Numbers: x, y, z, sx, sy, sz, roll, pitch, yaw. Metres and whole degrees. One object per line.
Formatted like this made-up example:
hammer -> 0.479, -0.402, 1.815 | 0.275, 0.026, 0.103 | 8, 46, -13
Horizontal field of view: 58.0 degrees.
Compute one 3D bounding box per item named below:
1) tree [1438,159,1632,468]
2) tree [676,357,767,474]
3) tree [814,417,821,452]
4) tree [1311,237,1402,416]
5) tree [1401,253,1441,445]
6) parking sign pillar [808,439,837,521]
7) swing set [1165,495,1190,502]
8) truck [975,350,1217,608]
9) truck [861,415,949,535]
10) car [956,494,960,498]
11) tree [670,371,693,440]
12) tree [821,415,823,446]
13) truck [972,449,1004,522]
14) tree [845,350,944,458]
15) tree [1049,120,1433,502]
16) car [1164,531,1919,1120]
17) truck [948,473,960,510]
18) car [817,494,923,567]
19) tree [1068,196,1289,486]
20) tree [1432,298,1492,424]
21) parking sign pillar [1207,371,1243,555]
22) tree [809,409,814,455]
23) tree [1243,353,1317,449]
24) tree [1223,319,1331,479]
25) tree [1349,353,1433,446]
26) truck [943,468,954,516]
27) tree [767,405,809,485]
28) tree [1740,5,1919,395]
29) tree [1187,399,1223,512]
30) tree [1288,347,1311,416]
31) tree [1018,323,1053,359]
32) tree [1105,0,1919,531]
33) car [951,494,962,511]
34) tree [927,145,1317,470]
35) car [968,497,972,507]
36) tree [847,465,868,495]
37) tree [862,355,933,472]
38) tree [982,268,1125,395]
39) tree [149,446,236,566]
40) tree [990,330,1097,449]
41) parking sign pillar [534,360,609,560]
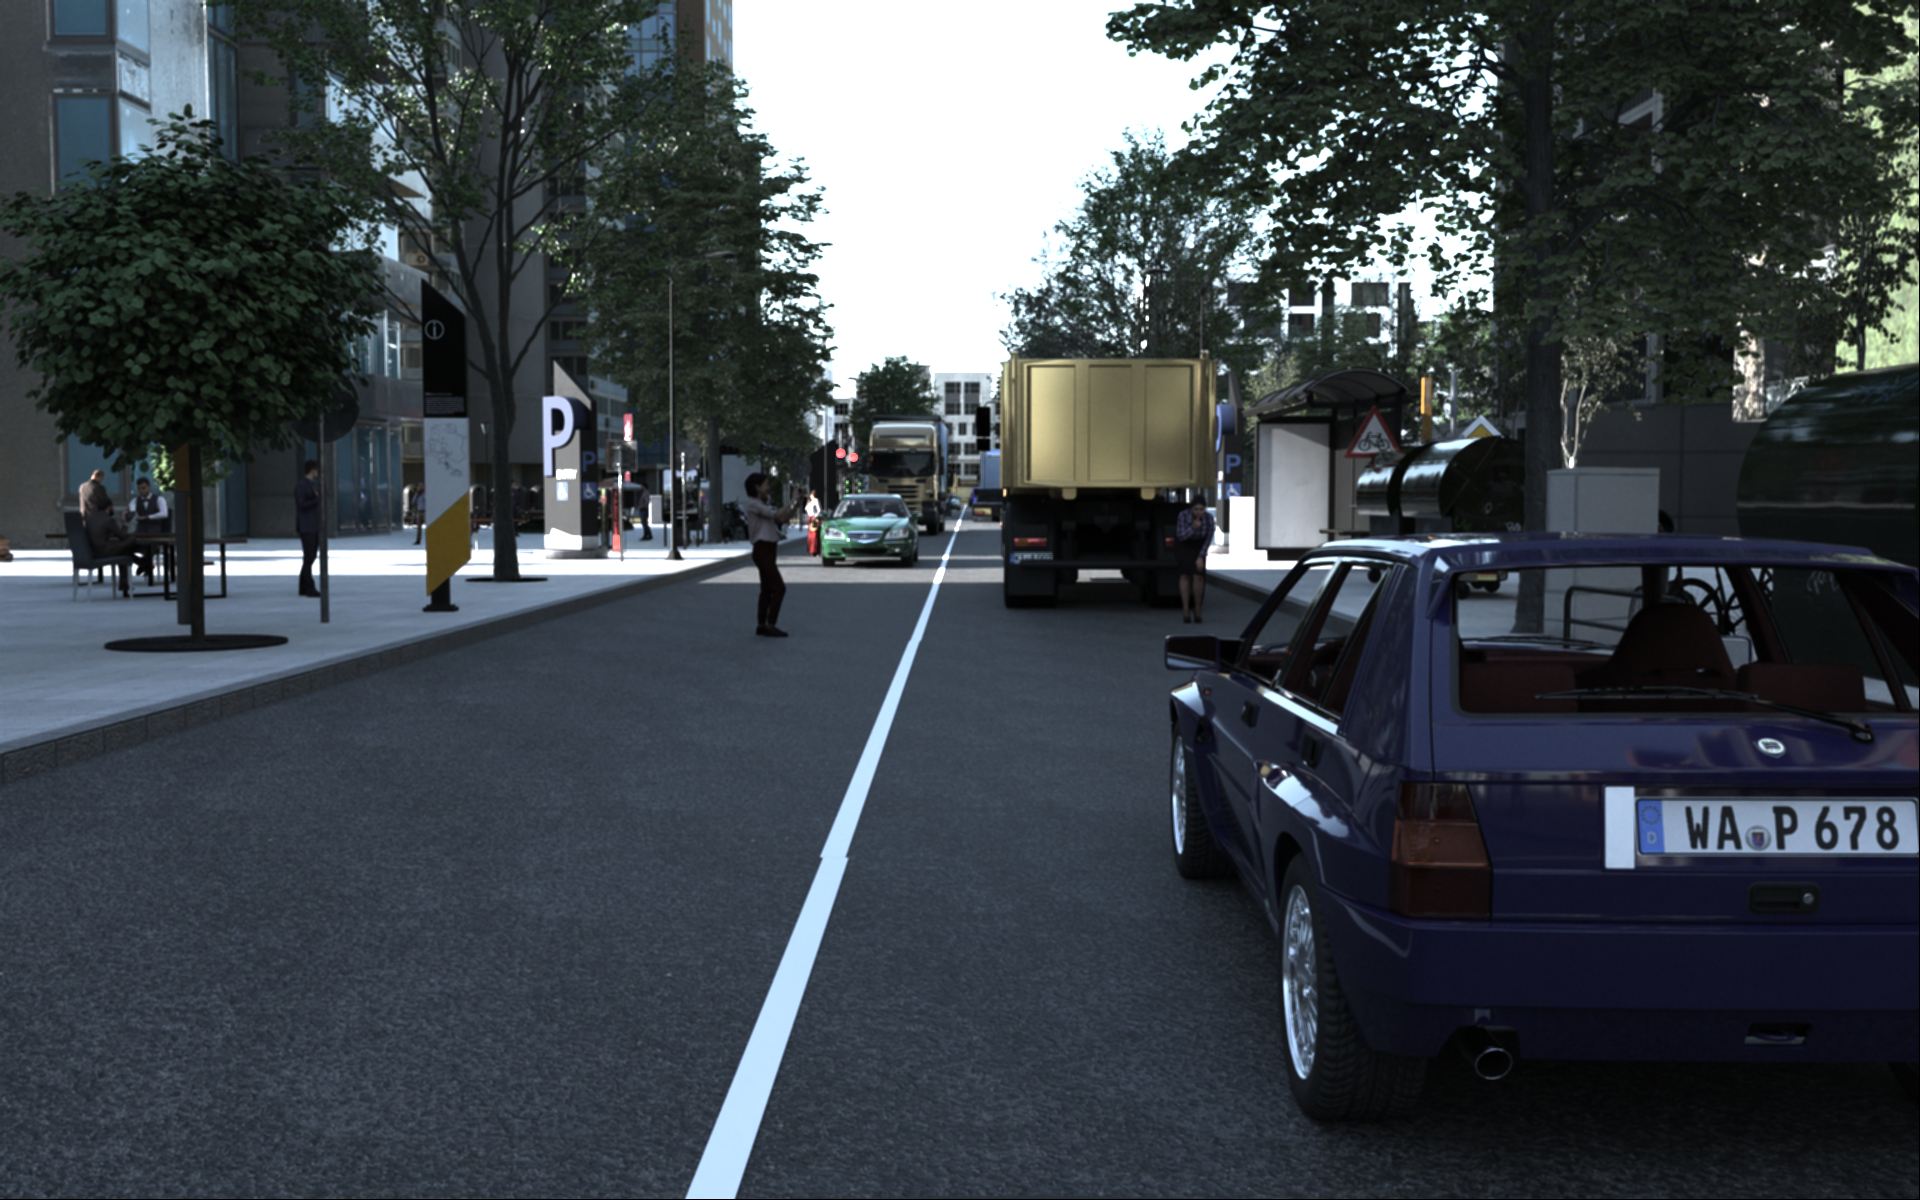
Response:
tree -> 13.299, -5.295, 36.931 | 4.360, 8.622, 3.978 | 0, 3, 0
tree -> -12.148, -8.341, 86.736 | 4.360, 8.622, 3.978 | 0, 3, 0
tree -> -12.573, -10.752, 126.152 | 4.360, 8.622, 3.978 | 0, 3, 0
tree -> 13.054, -6.138, 50.711 | 4.360, 8.622, 3.978 | 0, 3, 0
tree -> 14.187, -5.810, 45.352 | 4.360, 8.622, 3.978 | 0, 3, 0
parking sign pillar -> -6.482, -5.706, 81.760 | 1.447, 3.967, 1.447 | 0, 4, -6
swing set -> 17.712, -8.792, 141.365 | 2.862, 2.851, 3.119 | 0, 4, 4
truck -> 1.893, -1.803, 25.411 | 3.469, 3.379, 9.791 | 0, 4, 1
truck -> -1.837, -4.578, 63.765 | 2.839, 4.237, 11.283 | 0, 4, 2
car -> -0.967, -13.368, 228.349 | 2.009, 1.686, 4.222 | 0, 4, -1
tree -> -13.483, -8.793, 94.123 | 4.737, 8.622, 4.395 | 0, 3, 0
tree -> -13.432, -12.083, 147.926 | 4.360, 8.622, 3.978 | 0, 3, 0
truck -> 2.187, -6.566, 97.106 | 2.967, 4.110, 18.799 | 0, 4, 2
tree -> -5.036, -12.207, 125.346 | 9.928, 11.665, 9.643 | 0, 3, 0
tree -> 6.152, -7.552, 49.236 | 9.928, 11.665, 9.643 | 0, 3, 0
car -> 1.649, 0.445, 5.297 | 1.945, 1.354, 3.894 | 0, 4, 1
truck -> -1.611, -10.180, 162.363 | 3.469, 3.379, 9.791 | 0, 4, 1
car -> -1.810, -1.455, 35.585 | 2.131, 1.459, 4.920 | 0, 4, 0
tree -> 5.046, -5.627, 42.371 | 4.360, 8.622, 3.978 | 0, 3, 0
tree -> 27.298, -10.179, 92.181 | 9.928, 11.665, 9.643 | 0, 3, 0
parking sign pillar -> 5.803, -2.988, 37.332 | 1.447, 3.967, 1.447 | 0, 4, 1
tree -> -12.721, -10.474, 121.611 | 4.360, 8.622, 3.978 | 0, 3, 0
tree -> 16.597, -8.587, 90.762 | 4.737, 8.622, 4.395 | 0, 3, 0
tree -> 23.473, -13.527, 127.829 | 9.857, 13.997, 8.962 | 0, 3, 0
tree -> 27.967, -10.993, 114.151 | 7.601, 10.594, 8.767 | 1, 4, 9
truck -> -2.096, -6.878, 108.375 | 3.469, 3.379, 9.791 | 0, 3, 0
tree -> -12.590, -9.831, 111.094 | 4.360, 8.622, 3.978 | 0, 3, 0
tree -> 13.288, -4.636, 26.164 | 4.360, 8.622, 3.978 | 0, 3, 0
tree -> 16.618, -10.099, 115.480 | 4.737, 8.622, 4.395 | 0, 3, 0
tree -> 15.502, -8.241, 85.111 | 4.360, 8.622, 3.978 | 0, 3, 0
tree -> 6.065, -11.955, 113.585 | 7.486, 12.596, 7.792 | 0, 3, 0
tree -> 5.240, -5.992, 16.105 | 7.486, 12.596, 7.792 | 0, 3, 0
car -> -0.884, -8.431, 149.637 | 2.131, 1.459, 4.920 | 0, 4, 1
tree -> 6.205, -9.143, 59.865 | 12.009, 13.543, 11.850 | 0, 3, 0
car -> 1.857, -11.078, 193.711 | 1.945, 1.354, 3.894 | 0, 4, 2
tree -> -6.049, -6.328, 98.061 | 1.663, 3.219, 1.824 | 0, 3, 0
tree -> -5.421, -13.602, 140.520 | 7.486, 12.596, 7.792 | 0, 3, 0
tree -> 8.005, -17.524, 142.410 | 12.611, 20.169, 13.585 | 0, 3, 0
tree -> -14.019, -2.232, 31.090 | 1.663, 3.219, 1.824 | 0, 3, 0
tree -> 6.844, -13.486, 127.149 | 9.857, 13.997, 8.962 | 0, 3, 0
parking sign pillar -> -7.733, -2.807, 34.371 | 1.447, 3.967, 1.447 | 3, 5, 44
